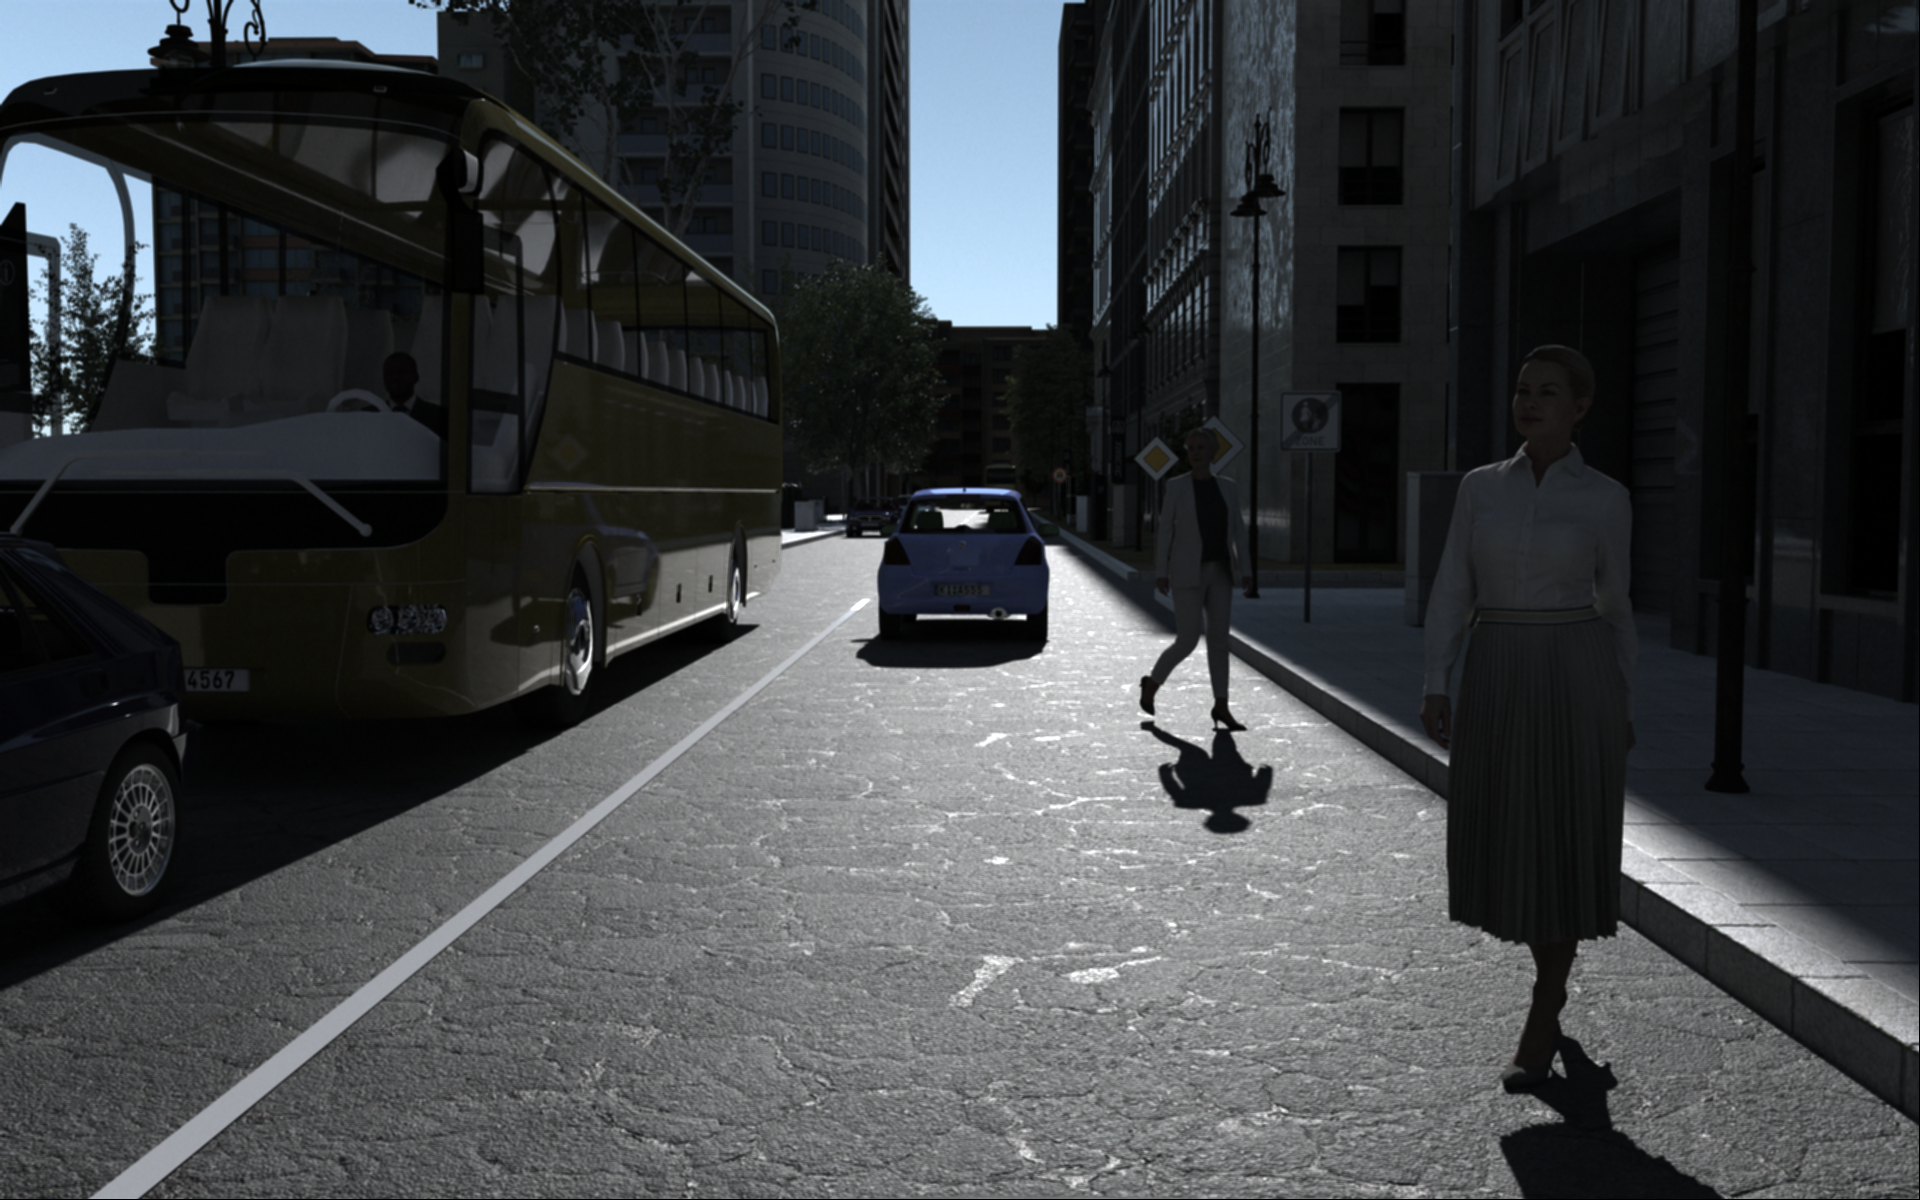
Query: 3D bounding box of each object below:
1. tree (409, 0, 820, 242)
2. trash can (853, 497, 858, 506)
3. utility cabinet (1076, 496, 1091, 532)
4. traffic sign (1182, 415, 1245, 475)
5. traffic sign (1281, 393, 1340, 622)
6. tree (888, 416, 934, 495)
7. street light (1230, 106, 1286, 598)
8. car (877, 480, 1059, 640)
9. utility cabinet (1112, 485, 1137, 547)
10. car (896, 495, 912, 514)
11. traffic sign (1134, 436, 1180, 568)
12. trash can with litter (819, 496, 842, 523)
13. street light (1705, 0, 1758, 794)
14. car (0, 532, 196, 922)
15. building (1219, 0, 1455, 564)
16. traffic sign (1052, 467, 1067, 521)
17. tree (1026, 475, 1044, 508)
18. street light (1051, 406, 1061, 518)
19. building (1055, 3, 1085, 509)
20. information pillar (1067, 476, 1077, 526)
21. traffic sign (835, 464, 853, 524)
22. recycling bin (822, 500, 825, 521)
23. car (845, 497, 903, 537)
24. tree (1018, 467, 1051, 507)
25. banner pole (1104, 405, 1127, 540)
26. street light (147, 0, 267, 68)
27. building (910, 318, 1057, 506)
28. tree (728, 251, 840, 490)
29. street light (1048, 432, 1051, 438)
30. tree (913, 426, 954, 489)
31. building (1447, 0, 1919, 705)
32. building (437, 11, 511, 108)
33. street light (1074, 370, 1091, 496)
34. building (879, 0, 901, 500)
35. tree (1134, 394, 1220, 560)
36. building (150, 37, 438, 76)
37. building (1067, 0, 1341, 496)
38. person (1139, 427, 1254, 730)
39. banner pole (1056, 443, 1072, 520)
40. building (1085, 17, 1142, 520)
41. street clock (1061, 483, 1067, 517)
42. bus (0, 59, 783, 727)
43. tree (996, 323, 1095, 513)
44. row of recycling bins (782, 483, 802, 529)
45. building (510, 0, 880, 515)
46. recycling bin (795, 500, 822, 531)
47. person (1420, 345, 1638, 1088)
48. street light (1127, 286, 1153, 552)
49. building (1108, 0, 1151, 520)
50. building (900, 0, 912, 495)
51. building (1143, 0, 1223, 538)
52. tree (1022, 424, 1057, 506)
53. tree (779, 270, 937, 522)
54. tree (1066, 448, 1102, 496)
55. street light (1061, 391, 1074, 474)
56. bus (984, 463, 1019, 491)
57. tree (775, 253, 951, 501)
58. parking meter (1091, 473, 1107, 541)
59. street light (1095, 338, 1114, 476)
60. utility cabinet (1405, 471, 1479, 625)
[{"bbox_3d":[-8.025,-11.214,39.245,12.611,20.169,13.585,0,3,0],"label":"tree"},{"bbox_3d":[-5.835,-5.234,97.230,0.748,1.137,0.748,0,3,0],"label":"trash can"},{"bbox_3d":[4.234,-2.883,58.303,0.306,1.237,1.020,-1,4,-17],"label":"utility cabinet"},{"bbox_3d":[3.210,-1.121,21.969,0.795,2.450,0.064,0,4,1],"label":"traffic sign"},{"bbox_3d":[3.470,-0.925,17.250,0.606,2.300,0.079,0,4,3],"label":"traffic sign"},{"bbox_3d":[-3.914,-11.021,130.555,4.737,8.622,4.395,0,3,0],"label":"tree"},{"bbox_3d":[3.618,-2.962,21.221,0.468,5.910,1.993,0,4,1],"label":"street light"},{"bbox_3d":[0.087,-0.535,18.331,1.945,1.707,3.694,0,4,2],"label":"car"},{"bbox_3d":[4.006,-2.026,41.805,0.318,1.500,1.173,2,4,25],"label":"utility cabinet"},{"bbox_3d":[-1.920,-3.607,70.969,2.014,1.417,4.499,0,4,2],"label":"car"},{"bbox_3d":[3.392,-1.609,29.952,0.795,2.450,0.064,0,4,1],"label":"traffic sign"},{"bbox_3d":[-6.057,-4.021,76.803,1.678,1.210,2.233,0,4,-4],"label":"trash can with litter"},{"bbox_3d":[3.325,-2.112,7.327,0.468,5.910,1.993,0,4,1],"label":"street light"},{"bbox_3d":[-3.641,0.490,4.569,1.945,1.354,3.894,0,4,2],"label":"car"},{"bbox_3d":[14.584,-11.098,36.208,16.860,20.320,10.420,0,4,1],"label":"building"},{"bbox_3d":[4.710,-4.994,81.756,0.768,2.556,0.104,0,4,5],"label":"traffic sign"},{"bbox_3d":[7.239,-10.178,161.012,1.663,3.219,1.824,0,3,0],"label":"tree"},{"bbox_3d":[5.180,-7.224,90.893,0.468,5.910,1.993,0,4,1],"label":"street light"},{"bbox_3d":[15.970,-30.981,156.647,14.600,45.320,14.200,0,4,1],"label":"building"},{"bbox_3d":[4.487,-3.977,69.518,0.304,2.012,0.304,-1,4,-18],"label":"information pillar"},{"bbox_3d":[-4.908,-4.465,73.109,0.768,2.556,0.104,0,4,4],"label":"traffic sign"},{"bbox_3d":[-6.455,-4.033,78.494,0.722,1.027,0.722,0,4,1],"label":"recycling bin"},{"bbox_3d":[-2.882,-2.842,59.044,1.945,1.354,3.894,0,4,3],"label":"car"},{"bbox_3d":[7.510,-11.738,175.635,4.285,4.588,4.351,0,3,0],"label":"tree"},{"bbox_3d":[4.327,-3.597,48.836,0.863,3.779,0.401,-2,4,-24],"label":"banner pole"},{"bbox_3d":[-6.262,-2.567,14.755,0.468,5.910,1.993,0,4,1],"label":"street light"},{"bbox_3d":[-2.795,-22.007,204.856,28.899,21.520,27.650,0,4,1],"label":"building"},{"bbox_3d":[-5.802,-6.209,51.881,4.737,8.622,4.395,0,3,0],"label":"tree"},{"bbox_3d":[5.540,-8.048,104.375,0.468,5.910,1.993,0,4,1],"label":"street light"},{"bbox_3d":[-2.636,-13.915,177.869,4.360,8.622,3.978,0,3,0],"label":"tree"},{"bbox_3d":[11.449,-11.708,9.452,12.078,24.808,19.932,0,4,1],"label":"building"},{"bbox_3d":[-36.718,-33.320,168.486,21.600,48.544,21.300,0,4,1],"label":"building"},{"bbox_3d":[4.645,-5.617,64.625,0.468,5.910,1.993,0,4,1],"label":"street light"},{"bbox_3d":[-16.207,-31.812,143.821,21.300,48.544,21.600,0,4,1],"label":"building"},{"bbox_3d":[4.509,-2.393,33.725,1.663,3.219,1.824,0,3,0],"label":"tree"},{"bbox_3d":[-61.943,-31.477,169.272,28.867,44.769,22.147,0,4,1],"label":"building"},{"bbox_3d":[19.667,-29.386,135.081,22.147,44.769,28.867,0,4,1],"label":"building"},{"bbox_3d":[1.458,-0.145,10.754,0.514,1.842,0.818,-3,4,-37],"label":"person"},{"bbox_3d":[5.178,-5.859,85.809,0.863,3.779,0.401,-1,4,-23],"label":"banner pole"},{"bbox_3d":[14.048,-18.889,94.744,13.634,28.700,20.117,0,4,1],"label":"building"},{"bbox_3d":[5.934,-5.739,98.403,0.358,2.002,0.471,-1,4,-14],"label":"street clock"},{"bbox_3d":[-3.455,-1.367,13.899,2.896,3.916,12.252,0,4,2],"label":"bus"},{"bbox_3d":[6.276,-12.032,114.842,7.486,12.596,7.792,0,3,0],"label":"tree"},{"bbox_3d":[-6.611,-3.547,65.103,1.069,1.692,3.534,0,4,7],"label":"row of recycling bins"},{"bbox_3d":[-16.983,-35.270,118.668,21.231,58.520,28.212,0,4,1],"label":"building"},{"bbox_3d":[-5.284,-2.885,59.732,0.722,1.027,0.722,0,4,6],"label":"recycling bin"},{"bbox_3d":[1.475,0.265,4.399,0.478,1.798,0.641,3,4,39],"label":"person"},{"bbox_3d":[3.993,-4.023,38.570,0.468,5.910,1.993,0,4,1],"label":"street light"},{"bbox_3d":[14.017,-17.066,72.532,14.314,27.812,24.014,0,4,1],"label":"building"},{"bbox_3d":[-15.590,-44.664,168.510,20.611,71.187,20.563,0,4,1],"label":"building"},{"bbox_3d":[10.930,-12.352,51.107,9.793,20.994,18.267,0,4,1],"label":"building"},{"bbox_3d":[8.359,-14.217,182.810,4.737,8.622,4.395,0,3,0],"label":"tree"},{"bbox_3d":[-4.877,-9.395,79.356,9.928,11.665,9.643,0,3,0],"label":"tree"},{"bbox_3d":[5.108,-4.806,73.187,1.663,3.219,1.824,0,3,0],"label":"tree"},{"bbox_3d":[4.941,-6.411,77.606,0.468,5.910,1.993,0,4,1],"label":"street light"},{"bbox_3d":[3.294,-8.952,137.913,2.896,3.916,12.252,0,4,2],"label":"bus"},{"bbox_3d":[-5.227,-11.235,90.351,9.857,13.997,8.962,0,3,0],"label":"tree"},{"bbox_3d":[3.824,-2.569,47.713,0.399,1.863,0.255,-2,4,-28],"label":"parking meter"},{"bbox_3d":[4.281,-4.817,51.552,0.468,5.910,1.993,0,4,1],"label":"street light"},{"bbox_3d":[4.951,-0.500,16.849,1.173,1.500,0.318,-1,4,-11],"label":"utility cabinet"}]
